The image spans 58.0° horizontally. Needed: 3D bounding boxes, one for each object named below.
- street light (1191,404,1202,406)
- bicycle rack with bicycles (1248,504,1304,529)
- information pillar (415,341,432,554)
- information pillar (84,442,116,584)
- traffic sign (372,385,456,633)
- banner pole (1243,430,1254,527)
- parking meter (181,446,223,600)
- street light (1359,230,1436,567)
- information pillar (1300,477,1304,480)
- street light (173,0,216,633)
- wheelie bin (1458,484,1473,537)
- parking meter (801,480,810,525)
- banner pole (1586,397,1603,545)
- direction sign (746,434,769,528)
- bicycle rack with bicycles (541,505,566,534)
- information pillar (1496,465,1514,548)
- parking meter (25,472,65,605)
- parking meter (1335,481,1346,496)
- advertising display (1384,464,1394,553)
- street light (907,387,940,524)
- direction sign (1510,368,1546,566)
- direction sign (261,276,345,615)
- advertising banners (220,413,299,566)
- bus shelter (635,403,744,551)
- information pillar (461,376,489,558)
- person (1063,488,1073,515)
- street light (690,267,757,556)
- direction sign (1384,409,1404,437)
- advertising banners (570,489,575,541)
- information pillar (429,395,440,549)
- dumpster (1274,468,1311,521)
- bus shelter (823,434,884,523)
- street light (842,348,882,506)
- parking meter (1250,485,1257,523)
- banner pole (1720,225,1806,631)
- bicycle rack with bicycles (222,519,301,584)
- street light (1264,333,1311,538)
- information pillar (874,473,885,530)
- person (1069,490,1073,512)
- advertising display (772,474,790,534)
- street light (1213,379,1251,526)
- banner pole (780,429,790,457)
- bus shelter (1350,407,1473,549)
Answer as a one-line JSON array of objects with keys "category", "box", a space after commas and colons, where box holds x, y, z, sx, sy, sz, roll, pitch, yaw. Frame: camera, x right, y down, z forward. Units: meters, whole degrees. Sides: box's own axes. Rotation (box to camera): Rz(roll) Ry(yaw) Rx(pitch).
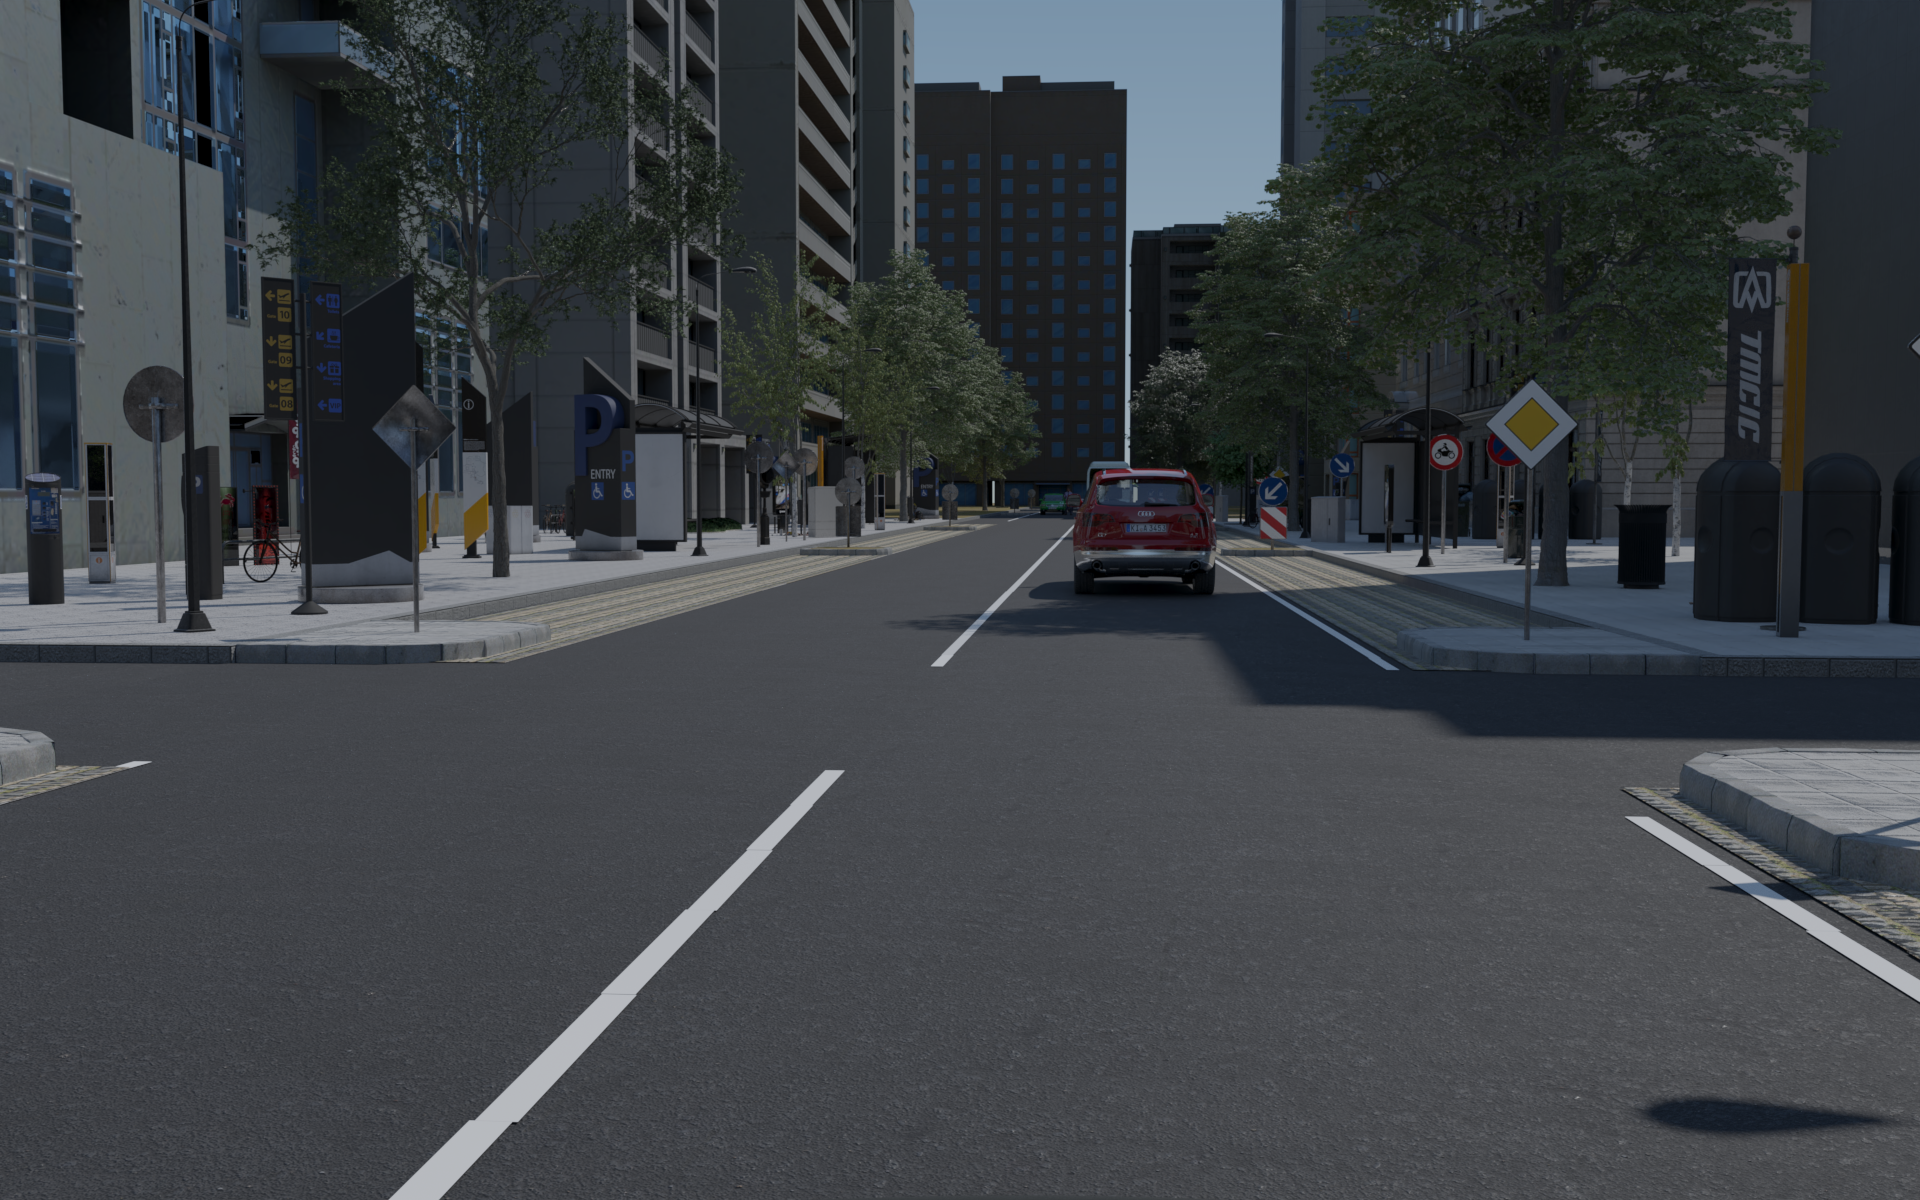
[{"category": "street light", "box": [12.594, -7.151, 89.452, 1.470, 5.913, 1.316, 0, 4, 5]}, {"category": "bicycle rack with bicycles", "box": [12.291, -3.082, 63.768, 2.852, 0.926, 2.925, -1, 4, -20]}, {"category": "information pillar", "box": [-7.318, -1.927, 22.854, 0.504, 3.616, 0.183, -3, 4, -37]}, {"category": "information pillar", "box": [-12.312, -1.242, 24.806, 0.304, 2.012, 0.304, -1, 4, -12]}, {"category": "traffic sign", "box": [-5.034, -0.756, 15.997, 0.795, 2.450, 0.064, 0, 4, 5]}, {"category": "banner pole", "box": [11.286, -4.725, 67.274, 0.401, 3.779, 0.863, 0, 4, -4]}, {"category": "parking meter", "box": [-9.211, -0.938, 21.039, 0.399, 1.863, 0.255, 1, 4, 14]}, {"category": "street light", "box": [7.663, -3.538, 30.384, 1.470, 5.913, 1.316, 0, 4, 5]}, {"category": "information pillar", "box": [14.356, -4.185, 72.914, 0.304, 2.012, 0.304, 0, 4, 0]}, {"category": "street light", "box": [-6.611, -2.655, 15.947, 1.470, 5.913, 1.316, 0, 4, 5]}, {"category": "wheelie bin", "box": [14.992, -2.691, 51.900, 0.980, 1.594, 0.693, 1, 4, 19]}, {"category": "parking meter", "box": [-6.410, -4.051, 71.946, 0.255, 1.863, 0.399, 1, 4, 16]}, {"category": "banner pole", "box": [16.134, -3.289, 43.798, 0.401, 3.779, 0.863, 0, 4, 8]}, {"category": "direction sign", "box": [-7.836, -4.526, 65.999, 0.876, 3.537, 0.379, 3, 5, 40]}, {"category": "bicycle rack with bicycles", "box": [-13.871, -2.669, 57.024, 2.852, 0.926, 2.925, 0, 4, 6]}, {"category": "information pillar", "box": [12.966, -2.243, 41.167, 0.304, 2.012, 0.304, 3, 4, 37]}, {"category": "parking meter", "box": [-10.658, -0.719, 20.169, 0.372, 1.533, 0.369, 0, 3, 0]}, {"category": "parking meter", "box": [16.701, -4.302, 76.053, 0.399, 1.863, 0.255, -2, 4, -25]}, {"category": "advertising display", "box": [9.402, -2.004, 37.982, 0.123, 1.923, 0.974, 1, 4, 9]}, {"category": "street light", "box": [-1.588, -6.276, 75.147, 1.470, 5.913, 1.316, 0, 4, 5]}, {"category": "direction sign", "box": [10.175, -2.392, 31.100, 0.876, 3.537, 0.379, -2, 4, -31]}, {"category": "direction sign", "box": [-6.958, -1.616, 18.419, 0.379, 3.537, 0.876, 3, 5, 43]}, {"category": "advertising banners", "box": [-12.556, -2.142, 31.202, 0.090, 3.025, 2.074, 3, 5, 39]}, {"category": "bus shelter", "box": [-6.689, -2.893, 41.222, 2.014, 3.302, 5.546, 0, 4, 5]}, {"category": "information pillar", "box": [-9.673, -2.639, 34.506, 0.504, 3.616, 0.183, 0, 4, 1]}, {"category": "person", "box": [7.306, -6.639, 116.921, 0.709, 1.838, 0.599, 1, 4, 9]}, {"category": "street light", "box": [-4.854, -3.858, 35.627, 1.470, 5.913, 1.316, 0, 4, 5]}, {"category": "direction sign", "box": [11.664, -3.342, 46.637, 0.876, 3.537, 0.379, -3, 5, -40]}, {"category": "advertising banners", "box": [-10.353, -3.191, 48.368, 0.090, 3.025, 2.074, 1, 4, 16]}, {"category": "information pillar", "box": [-12.361, -3.018, 40.699, 0.183, 3.616, 0.504, -2, 4, -29]}, {"category": "dumpster", "box": [12.564, -3.898, 66.230, 1.502, 2.255, 1.985, 0, 4, 5]}, {"category": "bus shelter", "box": [-4.321, -4.837, 70.365, 1.731, 3.624, 6.357, 0, 4, 5]}, {"category": "street light", "box": [-3.190, -5.063, 55.314, 1.470, 5.913, 1.316, 0, 4, 5]}, {"category": "parking meter", "box": [12.878, -4.329, 76.487, 0.399, 1.863, 0.255, 0, 4, 1]}, {"category": "banner pole", "box": [7.547, -1.604, 16.237, 0.863, 3.779, 0.401, 0, 4, -5]}, {"category": "bicycle rack with bicycles", "box": [-9.216, -0.730, 25.313, 2.852, 0.926, 2.925, 1, 4, 20]}, {"category": "street light", "box": [9.459, -4.741, 50.061, 1.470, 5.913, 1.316, 0, 4, 5]}, {"category": "information pillar", "box": [-2.838, -3.469, 61.217, 0.304, 2.012, 0.304, -1, 4, -22]}, {"category": "person", "box": [8.533, -7.749, 135.720, 0.750, 1.759, 0.617, -2, 4, -30]}, {"category": "advertising display", "box": [-5.831, -3.136, 56.482, 0.123, 1.923, 0.974, 2, 4, 23]}, {"category": "street light", "box": [11.006, -5.946, 69.758, 1.470, 5.913, 1.316, 0, 4, 5]}, {"category": "banner pole", "box": [-6.744, -4.673, 66.422, 0.401, 3.779, 0.863, -3, 4, -36]}, {"category": "bus shelter", "box": [11.099, -3.004, 43.035, 2.014, 3.302, 5.546, 0, 4, 5]}]
